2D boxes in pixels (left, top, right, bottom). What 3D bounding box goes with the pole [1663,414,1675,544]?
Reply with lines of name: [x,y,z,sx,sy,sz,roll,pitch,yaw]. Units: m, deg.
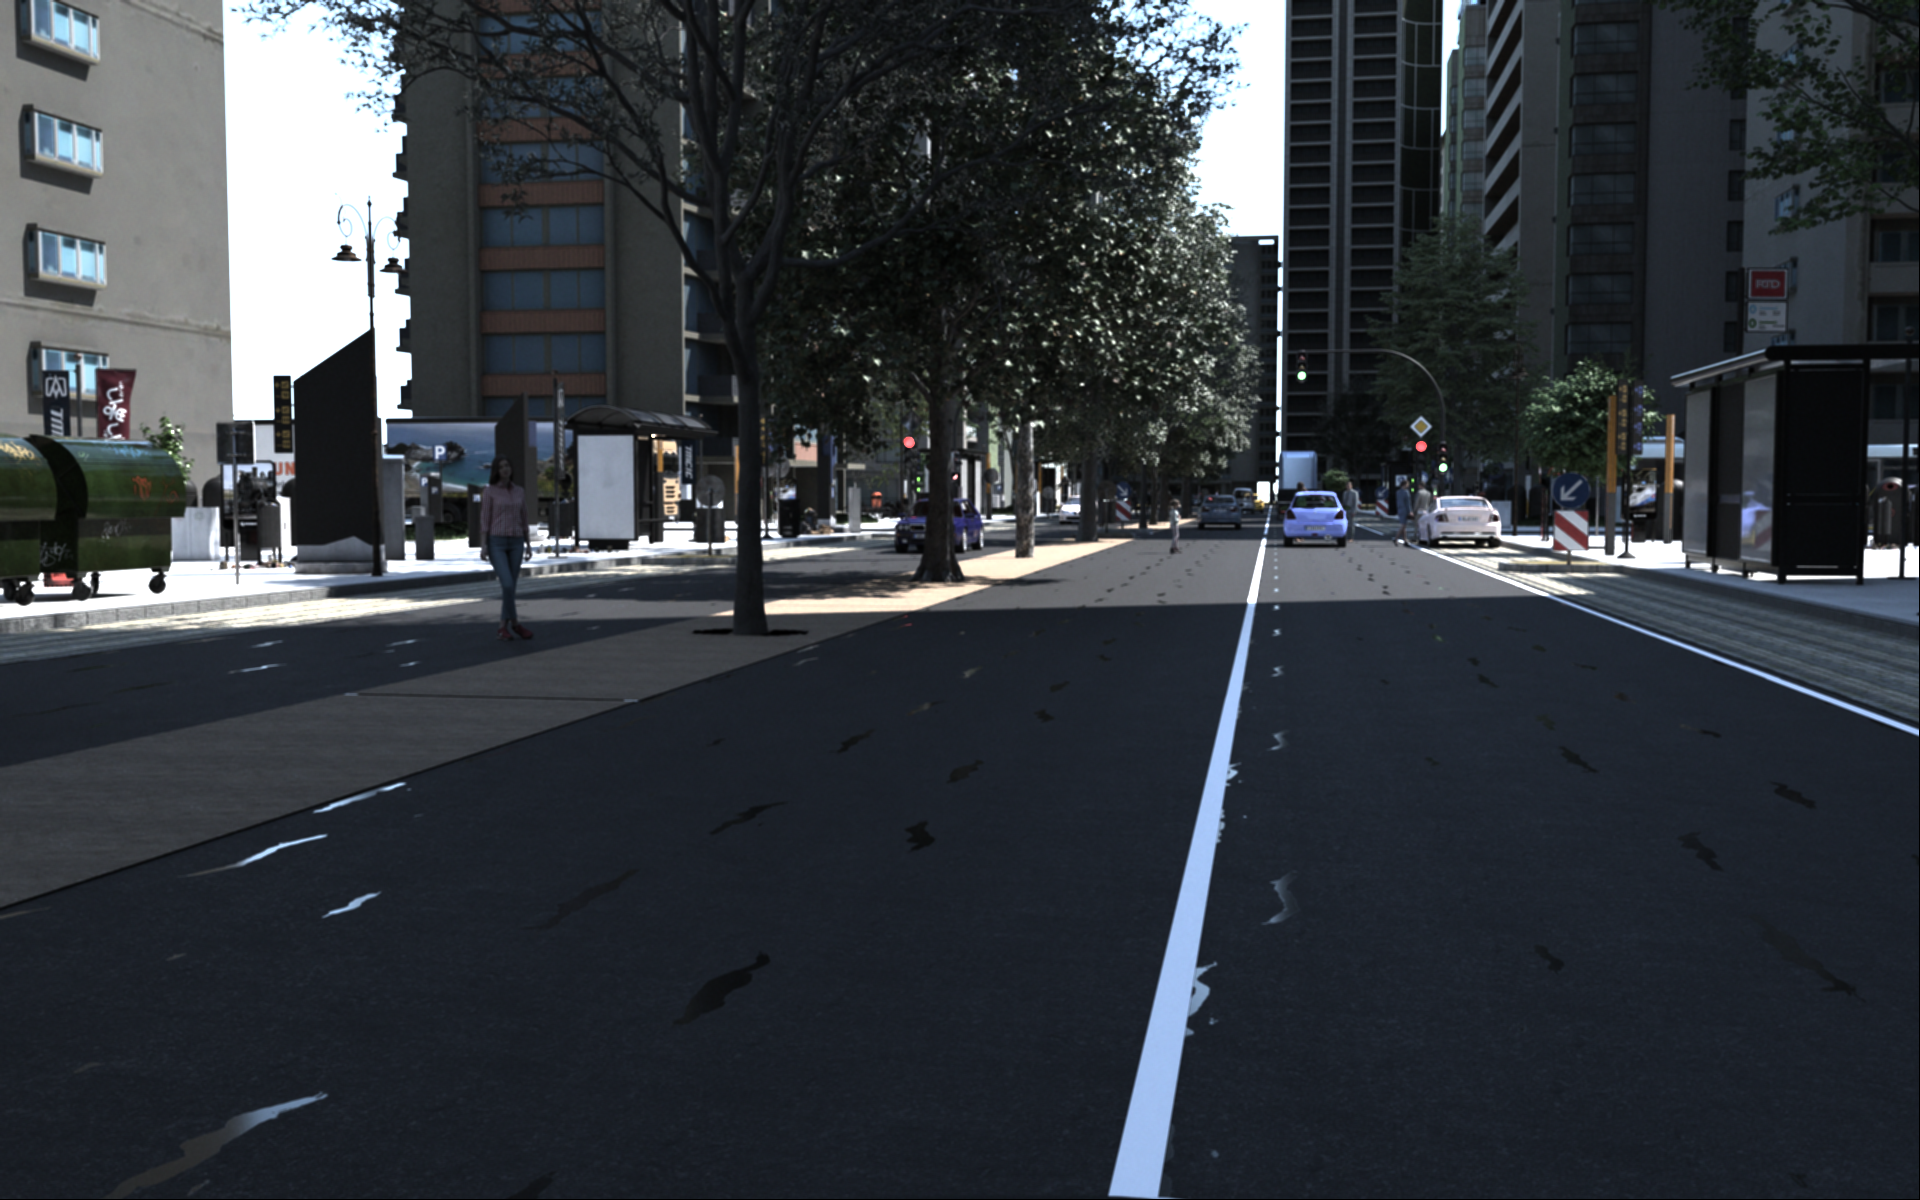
pole: [18.184,-3.093,44.409,0.158,3.312,0.155,0,3,0]

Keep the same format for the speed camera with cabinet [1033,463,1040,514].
speed camera with cabinet: [4.616,-7.085,110.173,0.660,3.252,2.038,1,4,12]

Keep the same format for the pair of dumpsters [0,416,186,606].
pair of dumpsters: [-11.085,-1.089,20.307,1.574,2.255,4.437,1,4,10]

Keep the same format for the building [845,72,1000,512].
building: [-5.092,-27.025,125.449,14.154,41.232,14.086,1,4,10]

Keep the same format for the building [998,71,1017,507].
building: [-5.466,-51.598,156.291,22.319,86.520,31.000,1,4,10]

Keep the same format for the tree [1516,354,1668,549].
tree: [14.874,-3.501,40.949,4.285,4.588,4.351,0,3,0]

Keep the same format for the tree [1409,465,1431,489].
tree: [26.658,-6.433,99.784,1.663,3.219,1.824,0,3,0]

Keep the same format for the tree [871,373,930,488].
tree: [-2.097,-7.351,70.544,4.737,8.622,4.395,0,3,0]

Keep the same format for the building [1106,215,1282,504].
building: [33.149,-33.814,244.733,23.993,40.220,32.217,1,4,10]

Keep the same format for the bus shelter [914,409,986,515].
bus shelter: [-0.573,-6.304,80.705,2.179,5.291,8.768,1,4,10]

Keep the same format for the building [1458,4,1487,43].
building: [49.316,-28.396,147.865,14.154,41.232,14.086,1,4,10]

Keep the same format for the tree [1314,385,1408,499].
tree: [34.203,-13.040,147.615,8.767,10.594,7.601,1,4,21]

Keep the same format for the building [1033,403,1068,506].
building: [-1.079,-37.073,195.375,27.495,52.752,28.713,1,4,10]

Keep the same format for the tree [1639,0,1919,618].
tree: [10.709,-5.611,17.489,9.928,11.665,9.643,0,3,0]

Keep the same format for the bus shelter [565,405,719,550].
bus shelter: [-7.662,-2.937,41.944,2.014,3.302,5.546,1,4,10]

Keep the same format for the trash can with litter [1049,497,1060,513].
trash can with litter: [6.314,-6.325,114.808,1.055,1.170,0.624,-2,4,-24]

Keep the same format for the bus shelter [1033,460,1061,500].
bus shelter: [5.754,-7.861,119.813,1.731,3.624,6.357,1,4,10]

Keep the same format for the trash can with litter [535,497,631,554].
trash can with litter: [-8.328,-1.637,37.818,2.233,1.210,1.678,-1,4,-11]

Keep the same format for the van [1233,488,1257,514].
van: [20.550,-7.255,125.636,2.013,2.044,4.112,1,4,10]

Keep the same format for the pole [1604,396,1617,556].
pole: [13.544,-2.579,36.014,0.158,3.312,0.155,0,3,0]

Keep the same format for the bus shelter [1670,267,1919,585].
bus shelter: [13.167,-3.110,28.487,2.179,5.291,8.768,1,4,10]

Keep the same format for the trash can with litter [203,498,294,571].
trash can with litter: [-12.307,-1.155,29.934,1.678,1.210,2.233,1,4,20]

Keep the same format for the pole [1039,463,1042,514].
pole: [5.186,-7.235,112.135,0.158,3.312,0.155,0,3,0]

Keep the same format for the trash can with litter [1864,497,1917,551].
trash can with litter: [21.301,-1.785,40.244,1.678,1.210,2.233,3,4,37]

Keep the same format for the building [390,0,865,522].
building: [-17.637,-26.830,93.296,22.147,44.769,28.867,1,4,10]

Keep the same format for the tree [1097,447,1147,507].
tree: [21.173,-16.232,199.800,7.601,10.594,8.767,3,5,42]

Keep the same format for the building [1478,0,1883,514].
building: [48.845,-30.414,120.977,21.300,48.544,21.600,1,4,10]

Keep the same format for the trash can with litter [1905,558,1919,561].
trash can with litter: [19.280,-1.360,33.288,2.233,1.210,1.678,1,4,16]

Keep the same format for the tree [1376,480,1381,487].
tree: [31.885,-8.263,129.698,1.663,3.219,1.824,0,3,0]

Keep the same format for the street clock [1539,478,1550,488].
street clock: [26.573,-4.541,78.819,0.358,2.002,0.471,-2,4,-24]

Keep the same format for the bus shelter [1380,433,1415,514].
bus shelter: [28.357,-8.220,112.028,2.179,5.291,8.768,1,4,10]

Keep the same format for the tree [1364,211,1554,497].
tree: [19.835,-9.307,70.293,7.486,12.596,7.792,0,3,0]

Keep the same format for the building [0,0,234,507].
building: [-34.565,-25.672,43.441,21.600,48.544,21.300,1,4,10]

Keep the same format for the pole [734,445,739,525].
pole: [-9.363,-4.827,72.758,0.158,3.312,0.155,0,3,0]

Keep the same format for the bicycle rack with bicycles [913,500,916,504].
bicycle rack with bicycles: [-2.813,-5.288,99.849,2.852,0.926,2.925,-2,4,-26]

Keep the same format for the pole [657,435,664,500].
pole: [-10.179,-3.974,58.817,0.158,3.312,0.155,0,3,0]

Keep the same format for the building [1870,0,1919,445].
building: [46.222,-27.557,74.262,21.600,48.544,21.300,1,4,10]

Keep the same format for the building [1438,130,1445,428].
building: [78.896,-39.418,233.718,27.495,52.752,28.713,1,4,10]

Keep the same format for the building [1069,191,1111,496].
building: [9.585,-37.833,242.276,21.600,48.544,21.300,1,4,10]

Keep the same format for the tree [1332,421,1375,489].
tree: [35.989,-12.688,157.814,4.360,8.622,3.978,0,3,0]

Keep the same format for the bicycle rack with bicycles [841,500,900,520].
bicycle rack with bicycles: [-4.522,-4.494,86.866,2.925,0.926,2.852,0,4,1]

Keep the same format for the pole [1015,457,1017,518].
pole: [3.005,-5.955,91.210,0.158,3.312,0.155,0,3,0]

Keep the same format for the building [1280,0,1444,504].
building: [53.951,-48.639,233.507,20.611,71.187,20.563,1,4,10]

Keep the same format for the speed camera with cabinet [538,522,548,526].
speed camera with cabinet: [-15.692,-4.547,68.675,2.038,3.252,0.660,1,4,13]

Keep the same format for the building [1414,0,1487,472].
building: [61.098,-53.177,182.118,22.319,86.520,31.000,1,4,10]

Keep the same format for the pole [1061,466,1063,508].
pole: [7.328,-7.993,124.525,0.158,3.312,0.155,0,3,0]

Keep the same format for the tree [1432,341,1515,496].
tree: [23.248,-7.901,79.551,4.360,8.622,3.978,0,3,0]

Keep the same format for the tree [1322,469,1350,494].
tree: [44.465,-13.553,205.300,4.285,4.588,4.351,0,3,0]

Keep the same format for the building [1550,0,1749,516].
building: [39.386,-19.721,94.140,14.160,30.474,14.107,1,4,10]

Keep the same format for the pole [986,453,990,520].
pole: [1.405,-5.658,86.357,0.158,3.312,0.155,0,3,0]

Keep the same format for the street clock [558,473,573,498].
street clock: [-13.465,-3.340,59.185,0.471,2.002,0.358,0,4,8]

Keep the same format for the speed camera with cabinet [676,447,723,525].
speed camera with cabinet: [-10.975,-4.772,72.362,2.038,3.252,0.660,1,4,12]
